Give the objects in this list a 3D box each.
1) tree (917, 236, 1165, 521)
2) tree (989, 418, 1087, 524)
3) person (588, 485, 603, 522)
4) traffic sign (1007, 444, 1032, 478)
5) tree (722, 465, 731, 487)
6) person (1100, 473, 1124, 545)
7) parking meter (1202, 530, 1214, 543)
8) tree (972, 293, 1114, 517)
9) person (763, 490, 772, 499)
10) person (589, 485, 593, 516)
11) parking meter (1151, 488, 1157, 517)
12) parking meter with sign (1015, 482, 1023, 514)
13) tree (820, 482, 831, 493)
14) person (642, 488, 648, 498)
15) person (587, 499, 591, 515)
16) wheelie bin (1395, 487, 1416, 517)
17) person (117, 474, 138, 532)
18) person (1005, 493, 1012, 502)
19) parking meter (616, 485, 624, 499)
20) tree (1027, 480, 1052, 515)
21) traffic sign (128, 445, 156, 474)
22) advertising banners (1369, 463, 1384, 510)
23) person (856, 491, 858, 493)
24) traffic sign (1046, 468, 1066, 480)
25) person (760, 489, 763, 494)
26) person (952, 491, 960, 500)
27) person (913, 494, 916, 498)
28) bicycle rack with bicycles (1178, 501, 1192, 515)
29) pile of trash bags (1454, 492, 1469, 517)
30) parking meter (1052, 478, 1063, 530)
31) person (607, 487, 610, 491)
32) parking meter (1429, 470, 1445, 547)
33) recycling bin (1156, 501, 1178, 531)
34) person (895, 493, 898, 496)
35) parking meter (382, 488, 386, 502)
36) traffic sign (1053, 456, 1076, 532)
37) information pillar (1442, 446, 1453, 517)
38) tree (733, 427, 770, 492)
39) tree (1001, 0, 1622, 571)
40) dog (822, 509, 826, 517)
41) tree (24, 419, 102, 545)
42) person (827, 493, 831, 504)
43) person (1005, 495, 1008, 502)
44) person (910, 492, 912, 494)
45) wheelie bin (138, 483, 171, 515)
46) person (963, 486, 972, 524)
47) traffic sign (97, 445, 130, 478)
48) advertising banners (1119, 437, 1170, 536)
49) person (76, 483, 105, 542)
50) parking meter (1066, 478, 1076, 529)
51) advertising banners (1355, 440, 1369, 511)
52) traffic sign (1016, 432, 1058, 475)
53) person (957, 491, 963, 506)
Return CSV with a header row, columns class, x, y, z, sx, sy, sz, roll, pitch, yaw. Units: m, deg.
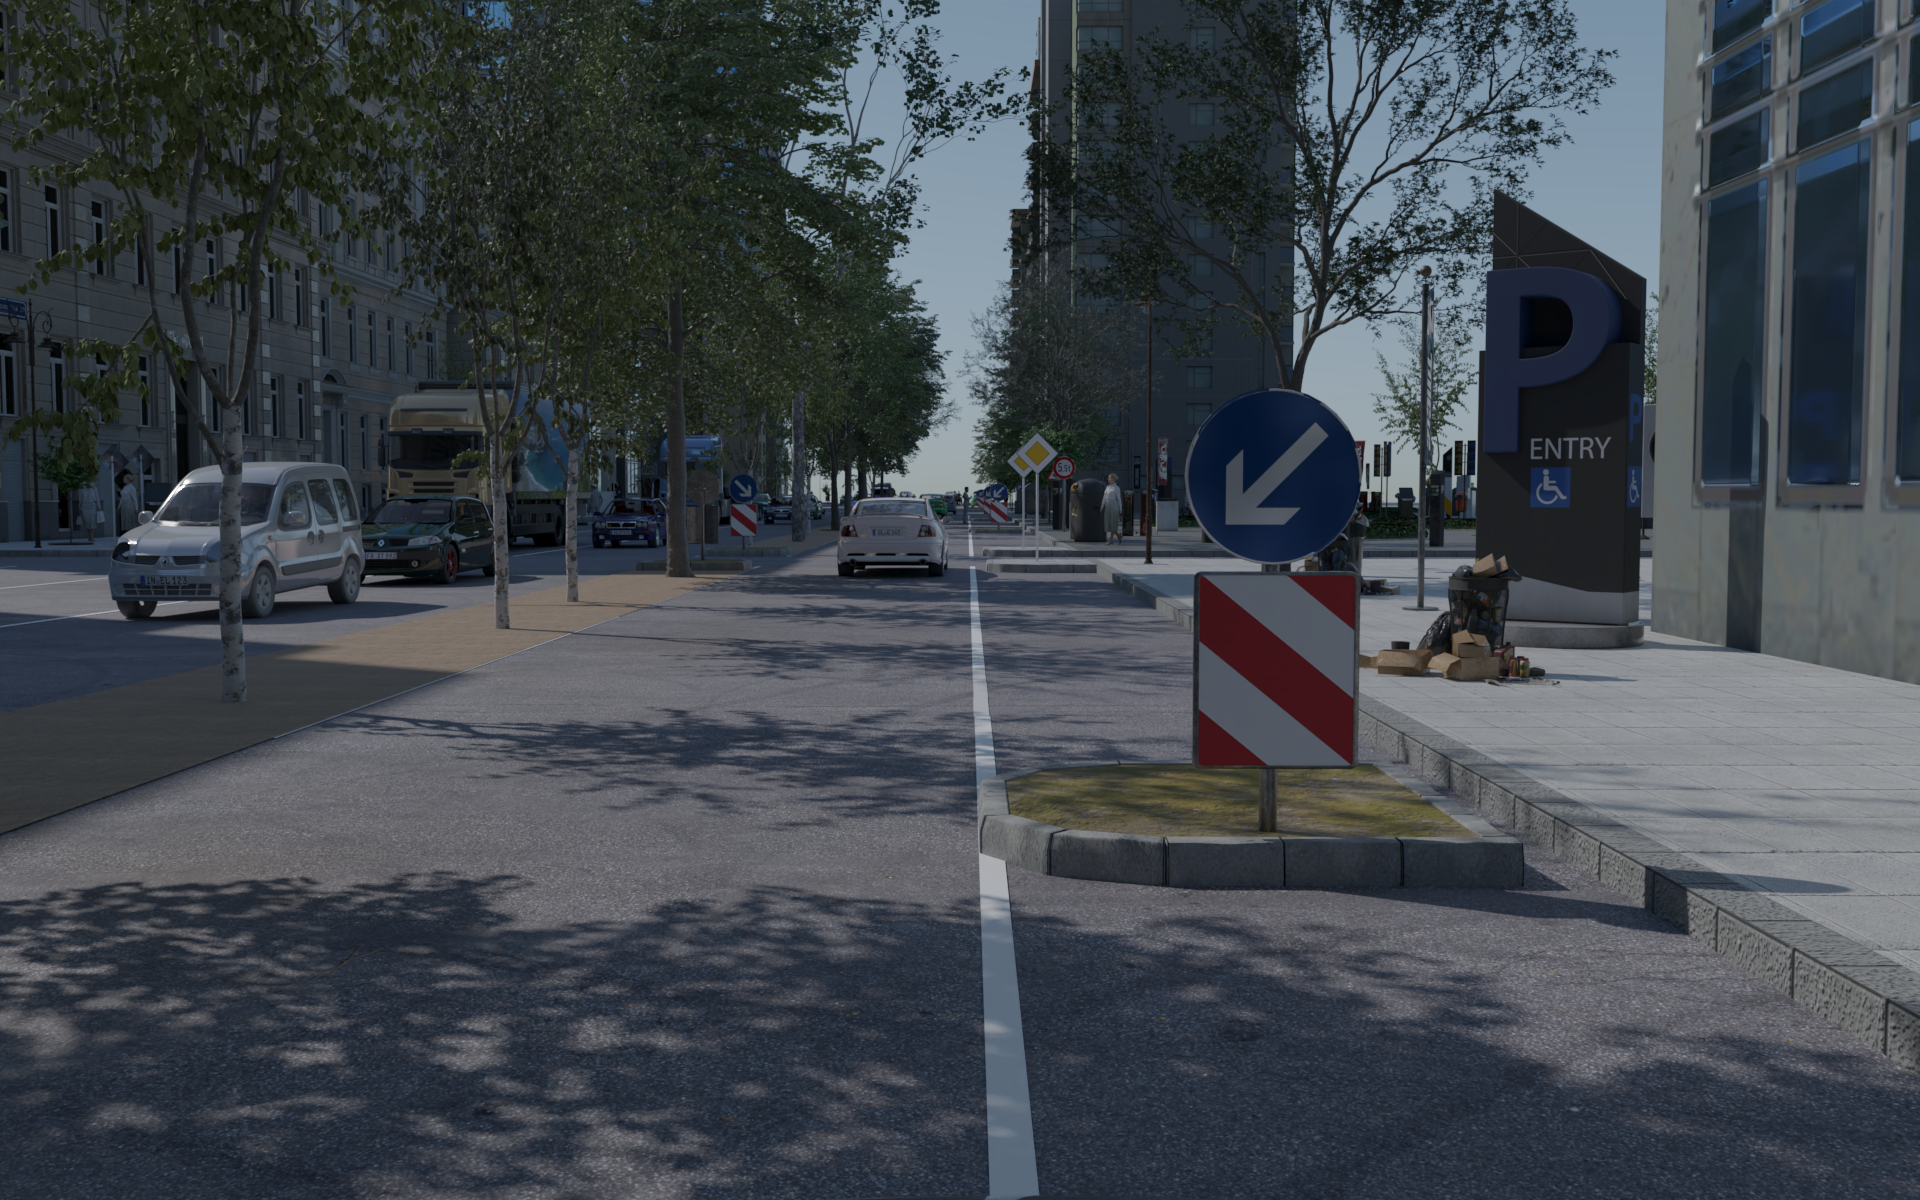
class,x,y,z,sx,sy,sz,roll,pitch,yaw
tree,4.825,-10.523,82.428,12.009,13.543,11.850,0,3,0
tree,3.861,-5.583,75.001,4.285,4.588,4.351,0,3,0
person,-15.743,-4.048,74.788,0.635,1.810,0.391,-3,5,-40
traffic sign,1.516,-2.359,40.755,0.795,2.593,0.064,0,4,0
tree,-22.404,-10.599,157.003,4.285,4.588,4.351,0,3,0
person,3.852,-2.272,43.414,0.641,1.798,0.478,-2,4,-30
parking meter,6.536,-2.265,45.442,0.372,1.533,0.369,0,3,0
tree,5.130,-10.892,96.208,7.486,12.596,7.792,0,3,0
person,-18.454,-9.529,164.438,1.348,1.807,0.705,-3,5,-39
person,-21.881,-5.959,103.496,0.620,1.820,0.660,-1,4,-15
parking meter,8.400,-4.073,75.001,0.372,1.533,0.369,0,3,0
parking meter with sign,3.943,-7.139,112.982,0.543,3.016,1.738,1,4,15
tree,-21.122,-17.118,274.480,1.663,3.219,1.824,0,3,0
person,-22.901,-7.303,126.160,0.721,1.735,1.217,-2,4,-28
person,-22.808,-6.178,107.243,0.721,1.800,0.419,-2,4,-29
wheelie bin,20.920,-4.499,81.469,0.980,1.594,0.693,0,3,0
person,-21.700,-2.389,45.336,0.641,1.798,0.478,-3,5,-43
person,4.846,-10.731,181.499,1.348,1.823,0.705,-1,4,-14
parking meter,-21.399,-6.318,109.018,0.399,1.863,0.255,1,4,16
tree,4.918,-6.941,108.082,1.663,3.219,1.824,0,3,0
traffic sign,-21.747,-2.833,46.049,0.795,2.593,0.064,0,4,8
advertising banners,21.307,-5.822,91.375,2.074,3.025,0.090,0,4,5
person,-12.220,-12.060,205.818,0.705,1.807,1.348,-2,4,-25
traffic sign,3.776,-4.111,67.217,0.884,2.594,0.081,0,4,4
person,-22.007,-11.319,191.115,1.348,1.822,0.705,3,5,44
person,-0.545,-10.944,187.509,0.705,1.814,1.350,-3,4,-39
person,-6.400,-13.936,239.583,0.599,1.433,0.991,2,4,30
bicycle rack with bicycles,11.962,-4.580,88.264,2.852,0.926,2.925,-2,4,-25
pile of trash bags,23.853,-4.174,77.989,3.447,1.369,1.912,3,5,44
parking meter,3.505,-3.457,62.238,0.255,1.863,0.399,2,4,27
person,-24.471,-6.950,120.393,1.217,1.743,0.721,-1,4,-22
parking meter,11.646,-2.237,42.279,0.255,1.863,0.399,3,4,36
recycling bin,7.154,-2.891,59.829,0.722,1.027,0.722,0,4,4
person,-9.311,-14.575,247.502,1.217,1.736,0.721,2,4,29
parking meter,-24.151,-3.950,73.000,0.372,1.533,0.369,0,3,0
traffic sign,3.519,-3.574,58.536,0.768,2.556,0.104,0,4,5
information pillar,24.011,-5.746,85.302,0.504,3.616,0.183,2,4,35
tree,-21.952,-14.301,184.181,4.360,8.622,3.978,0,3,0
tree,4.564,-5.507,24.450,8.767,10.594,7.601,1,4,12
dog,-8.498,-5.346,106.694,0.406,0.507,0.540,0,4,4
tree,-22.338,-3.001,43.673,1.663,3.219,1.824,0,3,0
person,-18.657,-14.463,246.439,0.415,1.643,0.593,3,4,38
person,4.755,-10.582,179.769,0.721,1.735,1.217,-1,4,-11
person,-6.664,-13.761,234.435,0.436,1.711,0.756,1,4,19
wheelie bin,-22.135,-2.440,47.801,0.980,1.594,0.693,-1,4,-19
person,0.357,-4.615,84.140,0.466,1.800,0.511,0,4,-4
traffic sign,-19.978,-2.366,40.868,0.795,2.593,0.064,0,4,0
advertising banners,5.678,-3.476,53.015,2.074,3.025,0.090,-3,4,-37
person,-23.492,-2.473,46.832,0.694,1.780,0.624,0,4,-2
parking meter,4.108,-3.575,64.170,0.255,1.863,0.399,2,4,33
advertising banners,12.595,-3.733,57.220,0.090,3.025,2.074,-2,4,-34
traffic sign,1.481,-1.870,32.769,0.795,2.593,0.064,0,4,0
person,-0.151,-12.097,206.426,1.348,1.807,0.705,-2,4,-30
